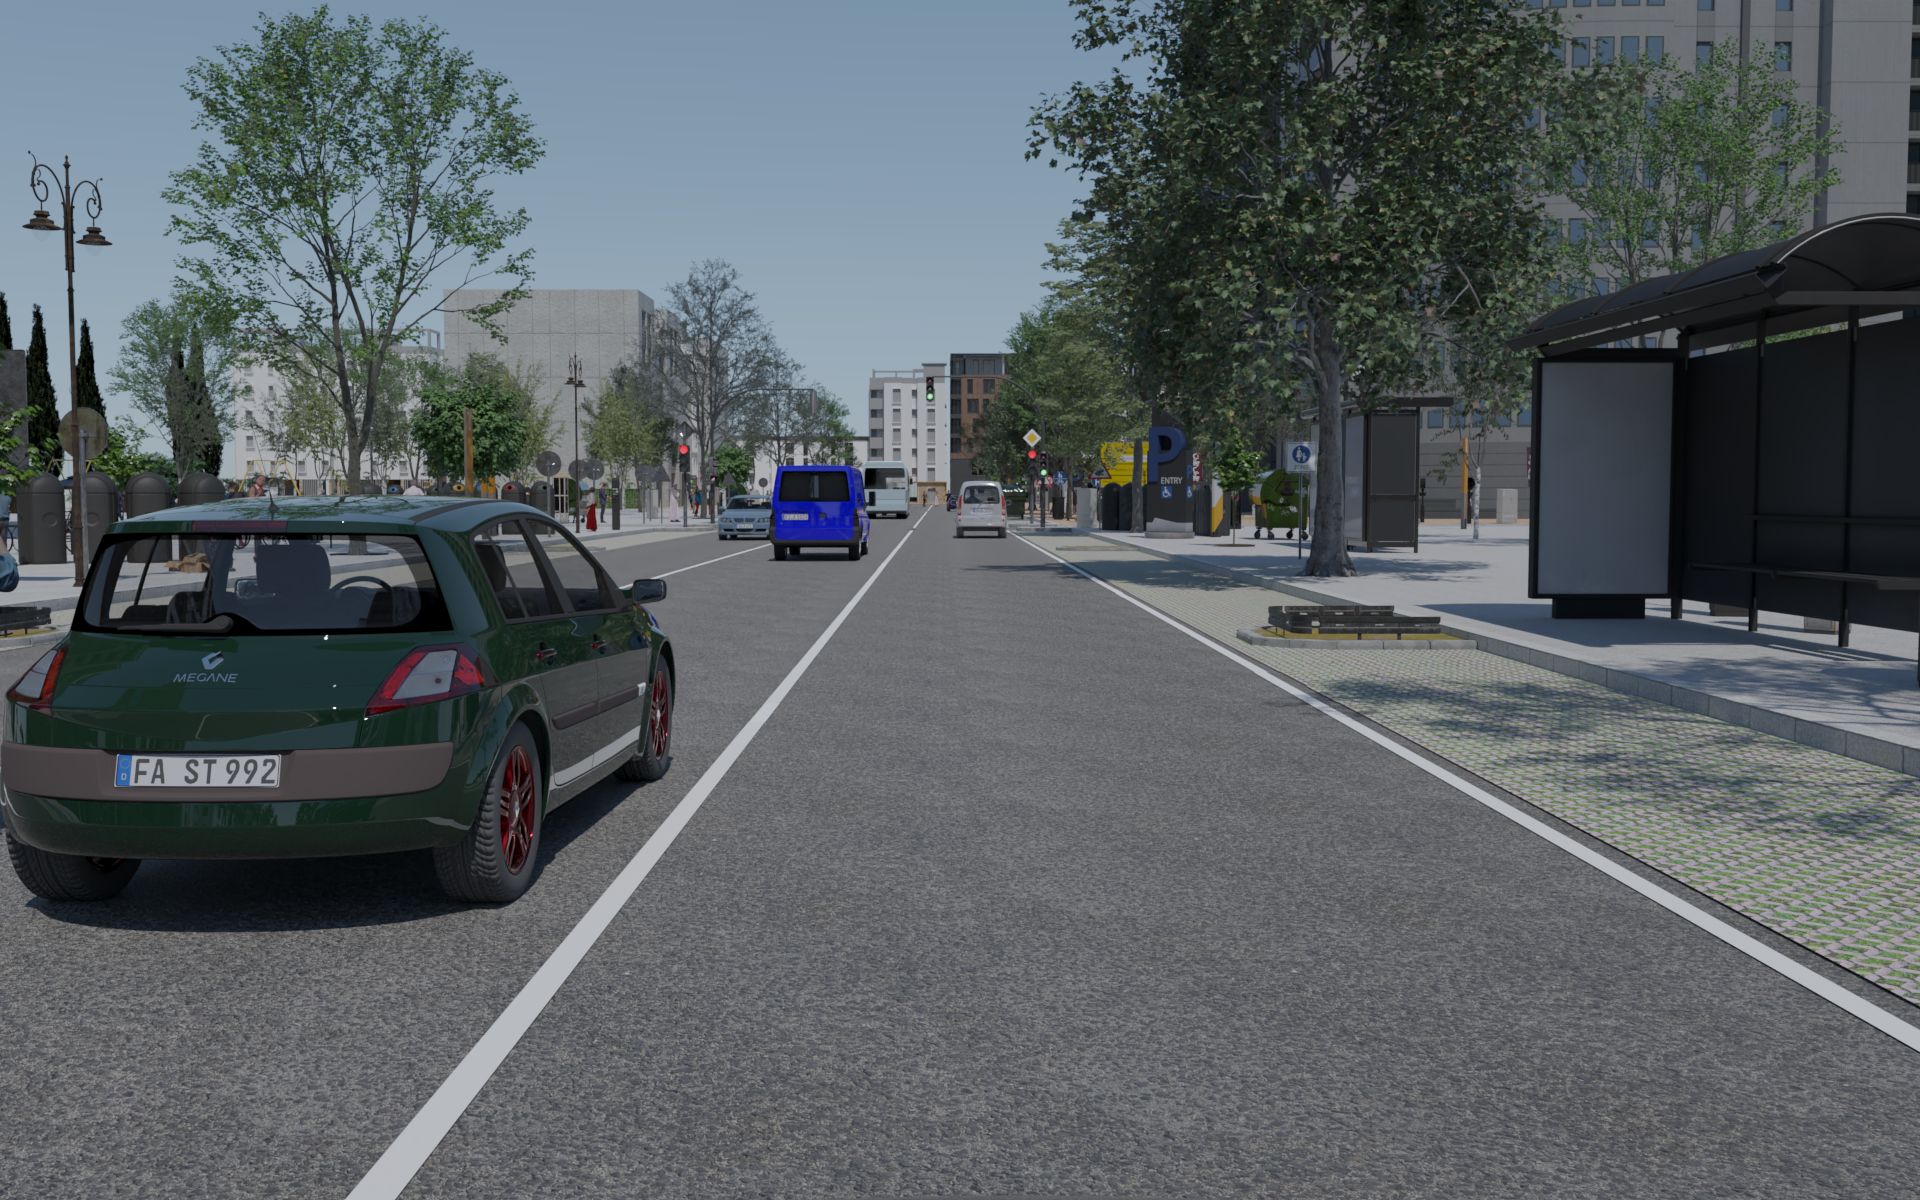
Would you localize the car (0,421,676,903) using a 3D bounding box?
[{"bbox_3d":[-2.366,0.141,7.479,2.009,1.686,4.222,0,4,1],"label":"car"}]

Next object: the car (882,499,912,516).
[{"bbox_3d":[-4.275,-6.513,115.531,2.155,1.783,4.494,0,3,0],"label":"car"}]

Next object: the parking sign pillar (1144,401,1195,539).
[{"bbox_3d":[6.063,-3.764,50.015,1.447,3.967,1.447,2,4,35],"label":"parking sign pillar"}]

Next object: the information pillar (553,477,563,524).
[{"bbox_3d":[-17.271,-4.262,74.174,0.304,2.012,0.304,-1,4,-11],"label":"information pillar"}]

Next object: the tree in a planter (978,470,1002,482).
[{"bbox_3d":[2.548,-7.896,126.324,1.991,3.239,1.994,0,4,-1],"label":"tree in a planter"}]

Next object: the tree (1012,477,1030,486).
[{"bbox_3d":[5.278,-9.199,145.000,1.663,3.219,1.824,0,3,0],"label":"tree"}]

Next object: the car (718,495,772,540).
[{"bbox_3d":[-6.632,-2.644,55.239,2.014,1.417,4.499,0,4,-1],"label":"car"}]

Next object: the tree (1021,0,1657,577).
[{"bbox_3d":[5.787,-6.725,26.964,9.611,12.733,9.660,0,3,0],"label":"tree"}]

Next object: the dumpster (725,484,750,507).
[{"bbox_3d":[-14.220,-6.596,110.332,1.502,2.255,1.985,0,4,0],"label":"dumpster"}]

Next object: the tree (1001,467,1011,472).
[{"bbox_3d":[4.428,-13.299,167.796,4.360,8.622,3.978,0,3,0],"label":"tree"}]

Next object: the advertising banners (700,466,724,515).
[{"bbox_3d":[-15.320,-6.767,106.835,2.074,3.025,0.090,3,4,38],"label":"advertising banners"}]

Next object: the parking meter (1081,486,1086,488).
[{"bbox_3d":[8.695,-7.091,121.644,0.255,1.863,0.399,-1,4,-17],"label":"parking meter"}]

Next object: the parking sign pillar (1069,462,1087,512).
[{"bbox_3d":[8.555,-8.434,126.370,1.447,3.967,1.447,2,4,24],"label":"parking sign pillar"}]

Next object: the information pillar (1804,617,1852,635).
[{"bbox_3d":[7.985,-0.697,15.881,0.304,2.012,0.304,-2,4,-35],"label":"information pillar"}]

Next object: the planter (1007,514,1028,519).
[{"bbox_3d":[2.858,-4.784,99.356,1.991,0.319,1.994,0,4,-1],"label":"planter"}]

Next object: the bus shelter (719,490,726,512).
[{"bbox_3d":[-16.577,-8.081,126.045,2.014,3.302,5.546,0,4,-1],"label":"bus shelter"}]

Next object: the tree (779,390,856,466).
[{"bbox_3d":[-13.985,-14.980,170.679,9.928,11.665,9.643,0,3,0],"label":"tree"}]

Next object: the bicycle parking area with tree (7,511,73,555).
[{"bbox_3d":[-22.276,-2.974,35.632,9.016,4.147,8.231,2,4,27],"label":"bicycle parking area with tree"}]

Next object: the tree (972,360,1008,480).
[{"bbox_3d":[5.815,-11.604,106.736,9.611,12.733,9.660,0,3,0],"label":"tree"}]

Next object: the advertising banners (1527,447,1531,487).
[{"bbox_3d":[21.436,-4.132,63.744,0.090,3.025,2.074,-1,4,-16],"label":"advertising banners"}]

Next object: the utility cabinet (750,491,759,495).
[{"bbox_3d":[-16.061,-7.631,133.450,1.173,1.500,0.318,-2,4,-31],"label":"utility cabinet"}]

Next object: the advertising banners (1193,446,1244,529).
[{"bbox_3d":[9.343,-4.104,63.294,2.074,3.025,0.090,1,4,19],"label":"advertising banners"}]

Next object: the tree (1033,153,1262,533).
[{"bbox_3d":[6.256,-8.475,56.698,7.486,12.596,7.792,0,3,0],"label":"tree"}]

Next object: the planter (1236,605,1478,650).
[{"bbox_3d":[3.739,0.265,16.814,1.991,0.319,1.994,0,4,-1],"label":"planter"}]

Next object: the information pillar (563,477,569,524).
[{"bbox_3d":[-17.133,-4.303,74.840,0.304,2.012,0.304,1,4,17],"label":"information pillar"}]

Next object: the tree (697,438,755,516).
[{"bbox_3d":[-13.715,-7.222,101.786,4.285,4.588,4.351,0,3,0],"label":"tree"}]

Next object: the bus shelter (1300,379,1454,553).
[{"bbox_3d":[9.574,-3.916,41.657,2.179,5.291,8.768,0,4,0],"label":"bus shelter"}]

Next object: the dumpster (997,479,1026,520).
[{"bbox_3d":[2.686,-5.595,96.429,1.985,2.255,1.502,0,4,-2],"label":"dumpster"}]

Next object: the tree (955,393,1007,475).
[{"bbox_3d":[4.052,-13.669,157.904,8.767,10.594,7.601,-3,5,-39],"label":"tree"}]

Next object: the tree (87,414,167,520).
[{"bbox_3d":[-20.593,-2.920,42.346,1.663,3.219,1.824,0,3,0],"label":"tree"}]

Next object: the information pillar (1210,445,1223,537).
[{"bbox_3d":[7.638,-3.671,51.379,0.183,3.616,0.504,3,5,39],"label":"information pillar"}]

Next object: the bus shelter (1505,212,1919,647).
[{"bbox_3d":[6.671,-1.304,15.244,2.014,3.302,5.546,0,4,-1],"label":"bus shelter"}]

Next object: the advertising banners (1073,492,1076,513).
[{"bbox_3d":[7.666,-7.305,115.618,0.090,3.025,2.074,-1,4,-20],"label":"advertising banners"}]

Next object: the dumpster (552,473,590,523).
[{"bbox_3d":[-17.179,-4.509,76.217,1.502,2.255,1.985,0,4,-1],"label":"dumpster"}]

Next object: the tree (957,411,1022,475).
[{"bbox_3d":[4.744,-19.065,222.076,12.009,13.543,11.850,0,3,0],"label":"tree"}]

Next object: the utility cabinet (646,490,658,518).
[{"bbox_3d":[-16.007,-4.978,90.067,0.318,1.500,1.173,-2,4,-26],"label":"utility cabinet"}]

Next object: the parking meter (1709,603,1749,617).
[{"bbox_3d":[8.066,-0.761,18.151,0.399,1.863,0.255,1,4,12],"label":"parking meter"}]

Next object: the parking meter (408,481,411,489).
[{"bbox_3d":[-23.989,-4.281,75.702,0.255,1.863,0.399,-1,4,-16],"label":"parking meter"}]

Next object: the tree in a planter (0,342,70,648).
[{"bbox_3d":[-9.711,-1.183,16.570,1.991,3.239,1.994,0,4,-1],"label":"tree in a planter"}]

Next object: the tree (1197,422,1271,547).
[{"bbox_3d":[6.725,-2.911,42.199,1.663,3.219,1.824,0,3,0],"label":"tree"}]

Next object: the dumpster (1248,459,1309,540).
[{"bbox_3d":[9.031,-2.832,48.797,1.502,2.255,1.985,0,4,-1],"label":"dumpster"}]

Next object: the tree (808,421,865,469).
[{"bbox_3d":[-15.154,-16.939,211.366,7.601,10.594,8.767,-2,4,-33],"label":"tree"}]

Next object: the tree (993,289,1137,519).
[{"bbox_3d":[5.572,-9.977,88.872,9.928,11.665,9.643,0,3,0],"label":"tree"}]

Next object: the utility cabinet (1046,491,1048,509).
[{"bbox_3d":[7.174,-8.363,145.411,0.318,1.500,1.173,1,4,18],"label":"utility cabinet"}]

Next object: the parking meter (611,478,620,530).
[{"bbox_3d":[-12.243,-3.420,61.621,0.255,1.863,0.399,0,4,-5],"label":"parking meter"}]

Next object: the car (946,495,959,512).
[{"bbox_3d":[-0.198,-7.929,142.212,1.945,1.354,3.894,0,4,-1],"label":"car"}]

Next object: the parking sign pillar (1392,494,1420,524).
[{"bbox_3d":[19.207,-5.290,74.970,1.447,3.967,1.447,-1,4,-13],"label":"parking sign pillar"}]
